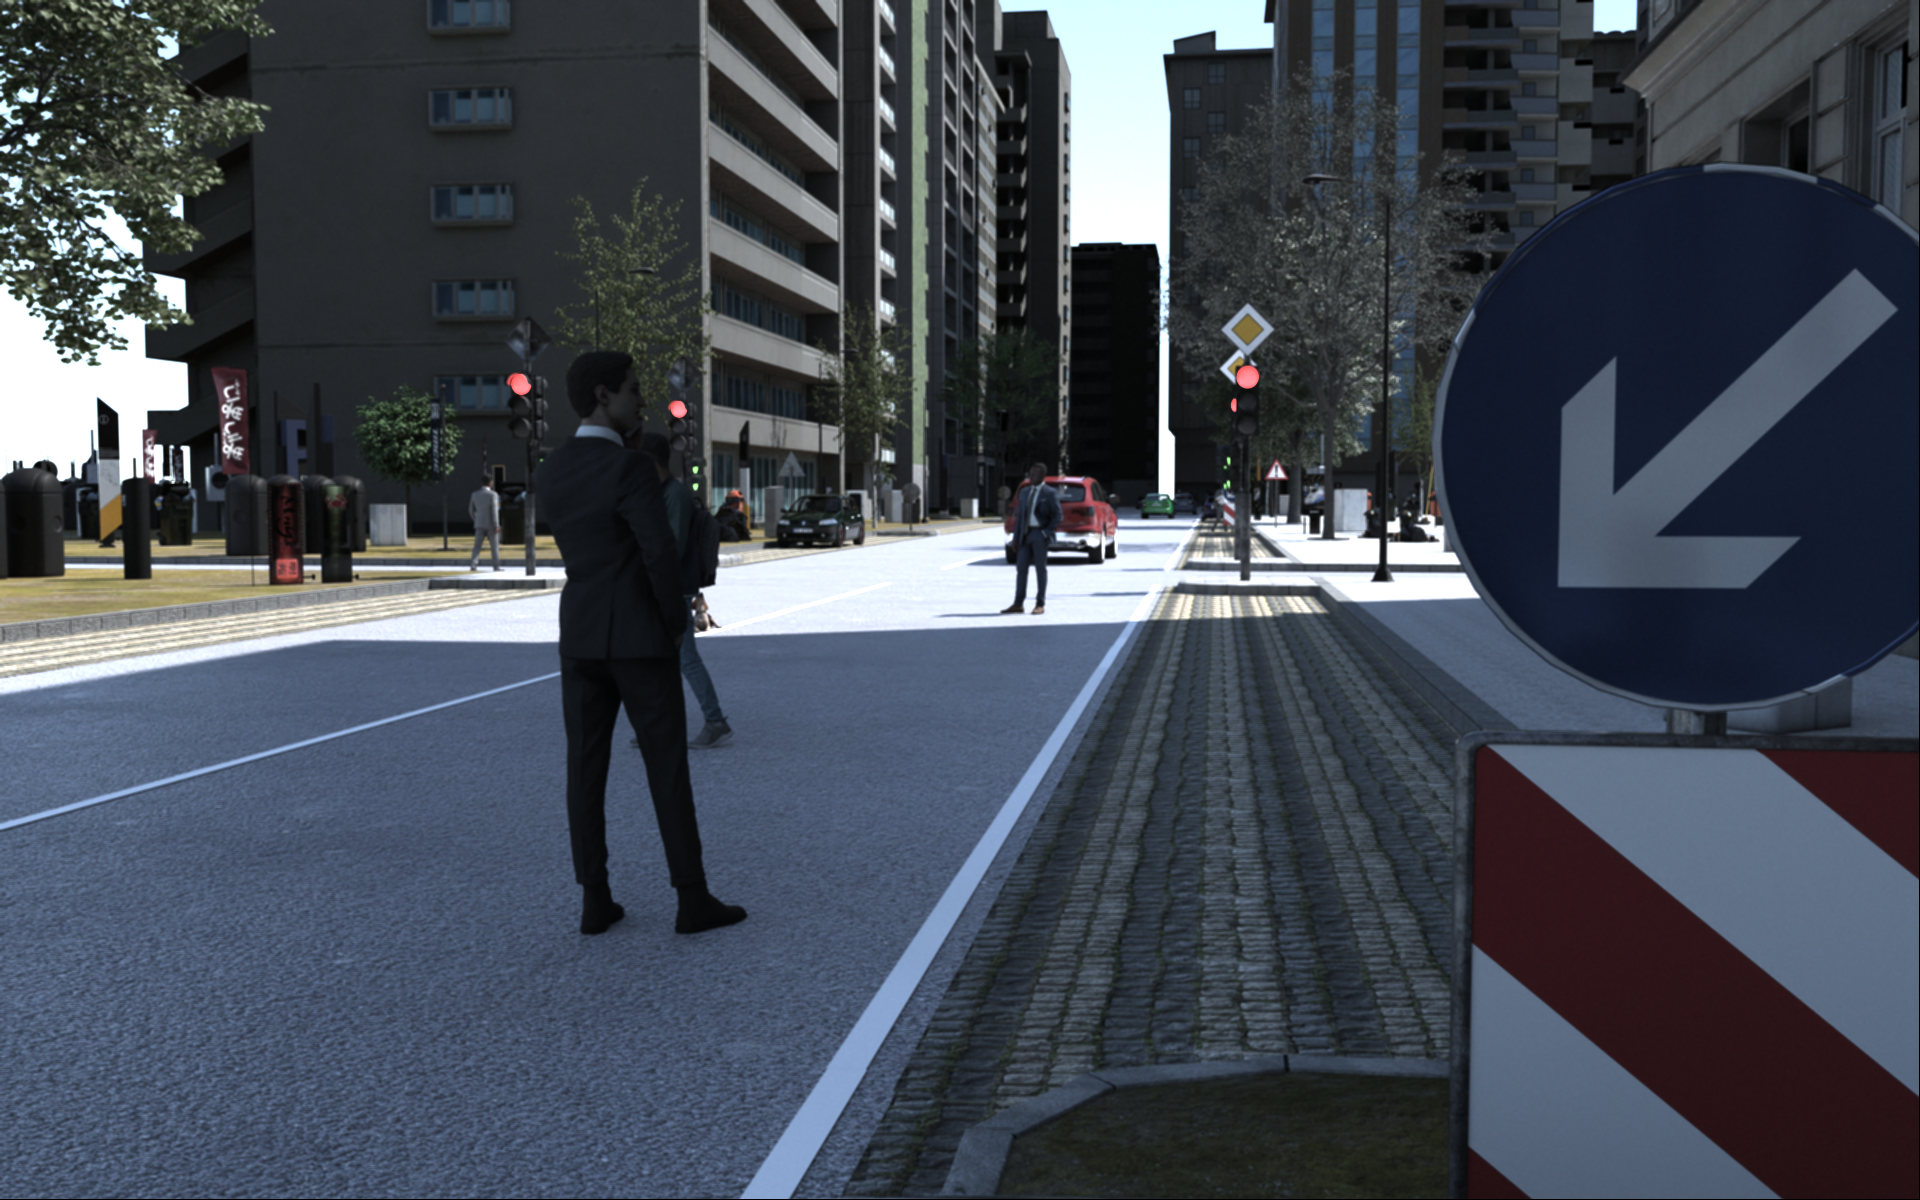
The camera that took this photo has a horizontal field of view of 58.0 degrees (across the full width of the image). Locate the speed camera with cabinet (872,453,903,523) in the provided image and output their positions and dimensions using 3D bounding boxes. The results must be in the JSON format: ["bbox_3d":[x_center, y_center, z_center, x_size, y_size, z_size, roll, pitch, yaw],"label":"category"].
[{"bbox_3d":[-3.186,-5.144,78.432,0.660,3.252,2.038,-1,4,-23],"label":"speed camera with cabinet"}]

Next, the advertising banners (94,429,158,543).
[{"bbox_3d":[-22.016,-3.036,45.819,0.090,3.025,2.074,1,4,22],"label":"advertising banners"}]

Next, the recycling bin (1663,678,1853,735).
[{"bbox_3d":[4.455,0.177,9.664,0.722,1.027,0.722,-2,4,-30],"label":"recycling bin"}]

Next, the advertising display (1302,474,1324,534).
[{"bbox_3d":[11.416,-3.086,55.674,0.123,1.923,0.974,-3,4,-38],"label":"advertising display"}]

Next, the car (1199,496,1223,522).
[{"bbox_3d":[13.383,-4.717,89.709,1.945,1.354,3.894,0,4,8],"label":"car"}]

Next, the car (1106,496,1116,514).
[{"bbox_3d":[7.952,-5.292,99.103,1.945,1.354,3.894,1,4,10],"label":"car"}]

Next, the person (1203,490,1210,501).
[{"bbox_3d":[20.518,-8.253,144.230,0.721,1.735,1.217,2,4,28],"label":"person"}]

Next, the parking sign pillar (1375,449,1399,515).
[{"bbox_3d":[25.714,-7.085,104.313,1.447,3.967,1.447,-3,5,-43],"label":"parking sign pillar"}]

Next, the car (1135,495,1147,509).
[{"bbox_3d":[17.816,-9.393,166.161,1.945,1.354,3.894,1,4,9],"label":"car"}]

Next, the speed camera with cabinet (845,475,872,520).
[{"bbox_3d":[-4.588,-5.374,82.203,2.038,3.252,0.660,-2,4,-29],"label":"speed camera with cabinet"}]

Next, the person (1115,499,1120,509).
[{"bbox_3d":[15.312,-9.624,169.081,0.991,1.433,0.599,-3,5,-44],"label":"person"}]

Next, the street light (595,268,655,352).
[{"bbox_3d":[-6.961,-3.870,35.810,1.470,5.913,1.316,1,4,8],"label":"street light"}]

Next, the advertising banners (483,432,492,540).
[{"bbox_3d":[-13.221,-3.201,48.523,0.090,3.025,2.074,-1,4,-20],"label":"advertising banners"}]

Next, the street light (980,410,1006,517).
[{"bbox_3d":[1.827,-7.559,96.136,1.470,5.913,1.316,1,4,8],"label":"street light"}]

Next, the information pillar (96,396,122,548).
[{"bbox_3d":[-20.354,-3.062,41.411,0.504,3.616,0.183,-2,4,-34],"label":"information pillar"}]

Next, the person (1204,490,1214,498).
[{"bbox_3d":[22.521,-8.998,155.635,1.348,1.821,0.705,1,4,15],"label":"person"}]

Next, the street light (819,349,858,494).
[{"bbox_3d":[-3.961,-5.088,55.726,1.470,5.913,1.316,1,4,8],"label":"street light"}]

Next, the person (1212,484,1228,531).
[{"bbox_3d":[9.261,-3.234,61.473,0.679,1.850,0.850,-3,5,-40],"label":"person"}]

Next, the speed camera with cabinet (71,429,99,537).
[{"bbox_3d":[-26.075,-3.538,52.186,0.660,3.252,2.038,-1,4,-14],"label":"speed camera with cabinet"}]

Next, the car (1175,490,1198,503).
[{"bbox_3d":[22.591,-10.056,173.082,2.281,1.827,5.304,1,4,10],"label":"car"}]

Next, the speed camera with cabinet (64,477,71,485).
[{"bbox_3d":[-49.253,-6.151,94.896,2.038,3.252,0.660,0,4,5],"label":"speed camera with cabinet"}]

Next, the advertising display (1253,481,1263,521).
[{"bbox_3d":[14.509,-4.842,84.385,0.123,1.923,0.974,-1,4,-10],"label":"advertising display"}]

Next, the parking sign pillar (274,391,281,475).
[{"bbox_3d":[-17.347,-3.500,45.702,1.447,3.967,1.447,3,5,39],"label":"parking sign pillar"}]

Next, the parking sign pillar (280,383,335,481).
[{"bbox_3d":[-15.788,-3.318,42.717,1.447,3.967,1.447,-2,4,-30],"label":"parking sign pillar"}]

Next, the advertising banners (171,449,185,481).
[{"bbox_3d":[-29.776,-4.368,67.598,2.074,3.025,0.090,0,4,7],"label":"advertising banners"}]

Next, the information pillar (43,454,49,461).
[{"bbox_3d":[-53.112,-6.704,100.965,0.183,3.616,0.504,-2,4,-25],"label":"information pillar"}]

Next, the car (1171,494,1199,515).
[{"bbox_3d":[15.647,-6.662,120.931,2.014,1.417,4.499,1,4,9],"label":"car"}]

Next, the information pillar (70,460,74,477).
[{"bbox_3d":[-61.078,-7.822,119.236,0.183,3.616,0.504,-1,4,-8],"label":"information pillar"}]

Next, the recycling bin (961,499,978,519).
[{"bbox_3d":[0.488,-4.760,90.380,0.722,1.027,0.722,1,4,23],"label":"recycling bin"}]

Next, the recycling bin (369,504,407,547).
[{"bbox_3d":[-14.114,-1.846,42.739,0.722,1.027,0.722,-2,4,-33],"label":"recycling bin"}]

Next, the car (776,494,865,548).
[{"bbox_3d":[-3.765,-2.283,47.109,2.009,1.686,4.222,1,4,9],"label":"car"}]

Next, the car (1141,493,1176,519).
[{"bbox_3d":[11.502,-5.607,100.475,1.959,1.807,4.718,1,4,9],"label":"car"}]

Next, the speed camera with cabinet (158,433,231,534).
[{"bbox_3d":[-24.608,-3.758,55.775,2.038,3.252,0.660,-2,4,-34],"label":"speed camera with cabinet"}]

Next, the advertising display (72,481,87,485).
[{"bbox_3d":[-42.811,-4.854,84.570,0.123,1.923,0.974,2,4,35],"label":"advertising display"}]

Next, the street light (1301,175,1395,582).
[{"bbox_3d":[5.670,-3.228,25.316,1.470,5.913,1.316,1,4,8],"label":"street light"}]

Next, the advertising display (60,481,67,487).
[{"bbox_3d":[-43.152,-4.739,82.704,0.974,1.923,0.123,-3,4,-38],"label":"advertising display"}]

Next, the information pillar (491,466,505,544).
[{"bbox_3d":[-11.926,-2.463,44.769,0.304,2.012,0.304,-1,4,-22],"label":"information pillar"}]

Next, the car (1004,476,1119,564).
[{"bbox_3d":[2.227,-1.745,37.205,2.281,1.827,5.304,1,4,10],"label":"car"}]

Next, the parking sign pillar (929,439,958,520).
[{"bbox_3d":[-0.800,-5.943,85.633,1.447,3.967,1.447,0,4,1],"label":"parking sign pillar"}]

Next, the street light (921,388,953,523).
[{"bbox_3d":[-1.022,-6.324,75.938,1.470,5.913,1.316,1,4,8],"label":"street light"}]

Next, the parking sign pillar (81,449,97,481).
[{"bbox_3d":[-52.268,-7.066,103.996,1.447,3.967,1.447,0,4,-2],"label":"parking sign pillar"}]

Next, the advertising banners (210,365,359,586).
[{"bbox_3d":[-9.483,-1.724,24.377,0.090,3.025,2.074,3,5,43],"label":"advertising banners"}]

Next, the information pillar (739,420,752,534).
[{"bbox_3d":[-6.853,-3.903,55.165,0.183,3.616,0.504,-3,4,-37],"label":"information pillar"}]
